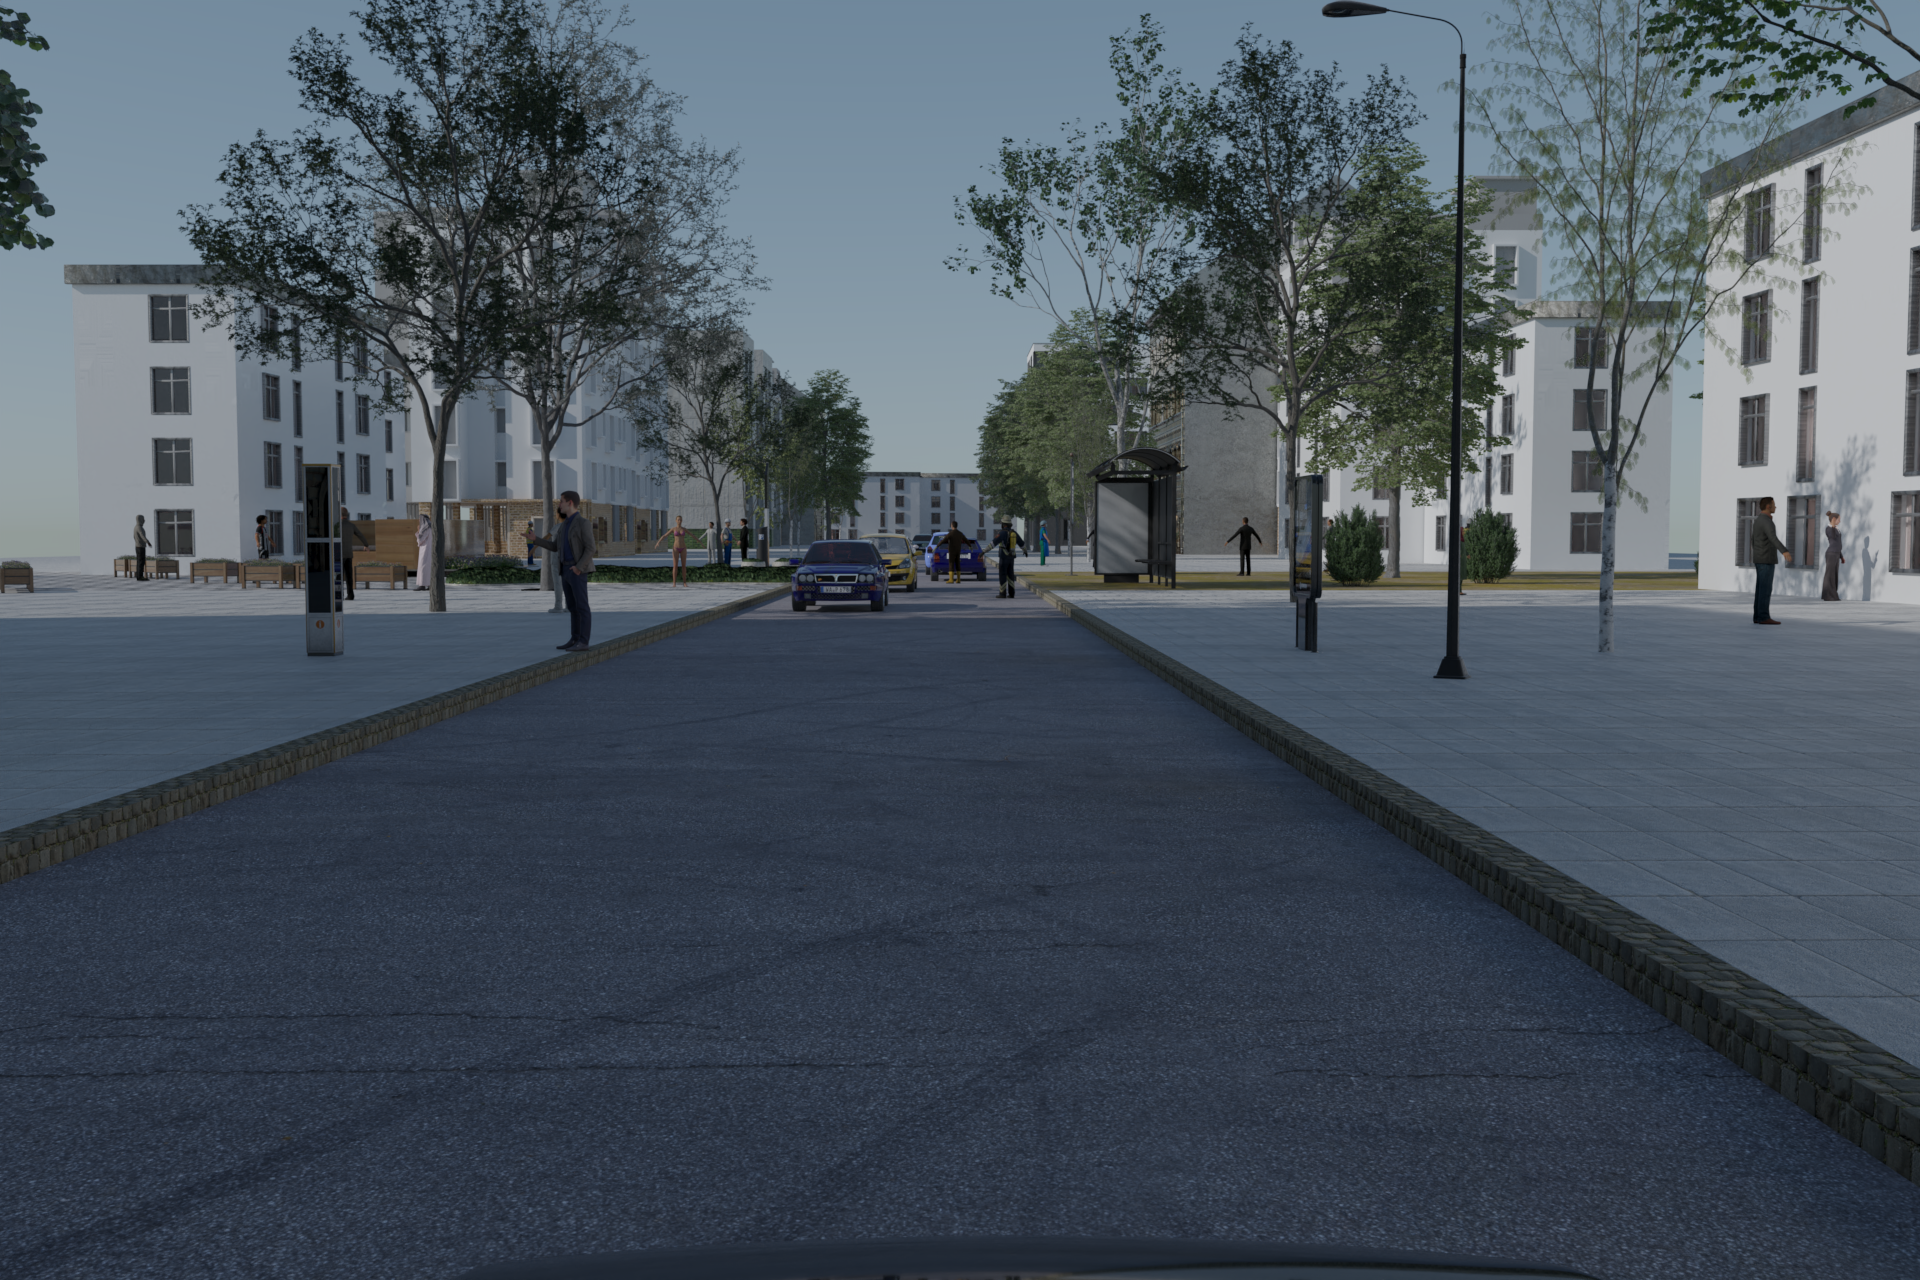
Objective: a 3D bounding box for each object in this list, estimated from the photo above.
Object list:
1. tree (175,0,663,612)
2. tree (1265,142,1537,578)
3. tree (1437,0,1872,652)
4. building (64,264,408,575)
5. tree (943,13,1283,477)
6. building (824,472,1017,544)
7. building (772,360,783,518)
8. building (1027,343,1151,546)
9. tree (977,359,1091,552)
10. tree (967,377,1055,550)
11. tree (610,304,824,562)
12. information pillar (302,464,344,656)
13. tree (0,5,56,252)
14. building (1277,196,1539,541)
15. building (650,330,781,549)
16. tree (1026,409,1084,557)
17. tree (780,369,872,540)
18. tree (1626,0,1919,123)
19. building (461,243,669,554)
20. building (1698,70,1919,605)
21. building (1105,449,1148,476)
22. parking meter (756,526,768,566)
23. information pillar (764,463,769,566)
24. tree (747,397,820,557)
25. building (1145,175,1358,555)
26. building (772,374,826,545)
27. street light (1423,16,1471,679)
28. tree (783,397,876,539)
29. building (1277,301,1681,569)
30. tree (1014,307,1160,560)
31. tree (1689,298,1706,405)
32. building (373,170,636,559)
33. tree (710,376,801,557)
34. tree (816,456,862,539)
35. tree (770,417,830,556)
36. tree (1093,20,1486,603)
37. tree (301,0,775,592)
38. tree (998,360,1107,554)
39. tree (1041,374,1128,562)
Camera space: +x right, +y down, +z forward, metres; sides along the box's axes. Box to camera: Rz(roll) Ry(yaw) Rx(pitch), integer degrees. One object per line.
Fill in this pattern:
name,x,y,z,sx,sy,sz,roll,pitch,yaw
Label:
tree,-8.680,-5.723,27.982,8.767,10.594,7.601,0,4,3
tree,12.757,-8.112,50.757,7.486,12.596,7.792,0,3,0
tree,6.793,-4.175,18.616,4.360,8.622,3.978,0,3,0
building,-26.975,-7.704,68.107,9.099,9.664,28.070,0,4,0
tree,5.727,-12.844,65.892,12.611,20.169,13.585,0,3,0
building,-6.036,-17.702,234.031,28.070,9.664,9.099,-1,4,-9
building,-25.414,-20.190,186.524,16.016,20.090,11.380,0,3,0
building,21.612,-21.873,201.597,27.936,21.610,32.646,0,4,-1
tree,5.518,-13.297,124.057,9.857,13.997,8.962,0,3,0
tree,5.172,-14.041,136.225,9.857,13.997,8.962,0,3,0
tree,-9.680,-8.273,69.677,8.767,10.594,7.601,-1,4,-14
information pillar,-6.704,-0.841,18.241,0.304,2.012,0.304,0,4,-1
tree,-8.607,-6.277,9.279,9.857,13.997,8.962,0,3,0
building,24.402,-15.123,103.675,16.016,20.090,11.380,0,3,0
building,-27.214,-18.327,166.097,16.747,18.905,31.486,0,4,0
tree,6.416,-9.074,98.718,4.360,8.622,3.978,0,3,0
tree,-9.388,-12.299,119.218,7.486,12.596,7.792,0,3,0
tree,6.879,-5.112,9.336,9.928,11.665,9.643,0,3,0
building,-25.671,-15.558,110.786,16.016,20.090,11.380,0,4,-1
building,21.905,-5.164,26.572,9.099,9.664,28.070,0,4,-1
building,20.035,-13.890,169.256,9.099,9.664,28.070,0,4,-1
parking meter,-6.385,-2.903,55.880,0.372,1.533,0.369,0,3,0
information pillar,-6.322,-3.998,56.723,0.183,3.616,0.504,0,4,1
tree,-8.972,-8.704,92.679,4.360,8.622,3.978,0,3,0
building,22.919,-17.405,115.504,19.493,23.208,18.063,0,4,0
building,-26.385,-23.220,210.570,19.493,23.208,18.063,0,4,-1
street light,4.933,-2.614,15.273,1.470,5.913,1.316,0,4,-1
tree,-9.914,-12.491,129.982,9.928,11.665,9.643,0,3,0
building,21.215,-8.217,76.500,9.099,9.664,28.070,0,4,-1
tree,6.179,-10.340,87.189,7.486,12.596,7.792,0,3,0
tree,25.391,-8.160,51.544,7.486,12.596,7.792,0,3,0
building,-24.325,-14.370,91.368,16.016,20.090,11.380,0,4,-1
tree,-9.477,-7.843,78.593,4.737,8.622,4.395,0,3,0
tree,-10.120,-11.931,145.430,4.737,8.622,4.395,0,3,0
tree,-9.606,-9.325,102.819,4.360,8.622,3.978,0,3,0
tree,5.991,-5.983,32.231,7.601,10.594,8.767,0,4,-1
tree,-9.239,-7.844,38.623,12.009,13.543,11.850,0,3,0
tree,5.906,-11.830,111.539,7.486,12.596,7.792,0,3,0
tree,6.016,-7.885,79.289,4.360,8.622,3.978,0,3,0
